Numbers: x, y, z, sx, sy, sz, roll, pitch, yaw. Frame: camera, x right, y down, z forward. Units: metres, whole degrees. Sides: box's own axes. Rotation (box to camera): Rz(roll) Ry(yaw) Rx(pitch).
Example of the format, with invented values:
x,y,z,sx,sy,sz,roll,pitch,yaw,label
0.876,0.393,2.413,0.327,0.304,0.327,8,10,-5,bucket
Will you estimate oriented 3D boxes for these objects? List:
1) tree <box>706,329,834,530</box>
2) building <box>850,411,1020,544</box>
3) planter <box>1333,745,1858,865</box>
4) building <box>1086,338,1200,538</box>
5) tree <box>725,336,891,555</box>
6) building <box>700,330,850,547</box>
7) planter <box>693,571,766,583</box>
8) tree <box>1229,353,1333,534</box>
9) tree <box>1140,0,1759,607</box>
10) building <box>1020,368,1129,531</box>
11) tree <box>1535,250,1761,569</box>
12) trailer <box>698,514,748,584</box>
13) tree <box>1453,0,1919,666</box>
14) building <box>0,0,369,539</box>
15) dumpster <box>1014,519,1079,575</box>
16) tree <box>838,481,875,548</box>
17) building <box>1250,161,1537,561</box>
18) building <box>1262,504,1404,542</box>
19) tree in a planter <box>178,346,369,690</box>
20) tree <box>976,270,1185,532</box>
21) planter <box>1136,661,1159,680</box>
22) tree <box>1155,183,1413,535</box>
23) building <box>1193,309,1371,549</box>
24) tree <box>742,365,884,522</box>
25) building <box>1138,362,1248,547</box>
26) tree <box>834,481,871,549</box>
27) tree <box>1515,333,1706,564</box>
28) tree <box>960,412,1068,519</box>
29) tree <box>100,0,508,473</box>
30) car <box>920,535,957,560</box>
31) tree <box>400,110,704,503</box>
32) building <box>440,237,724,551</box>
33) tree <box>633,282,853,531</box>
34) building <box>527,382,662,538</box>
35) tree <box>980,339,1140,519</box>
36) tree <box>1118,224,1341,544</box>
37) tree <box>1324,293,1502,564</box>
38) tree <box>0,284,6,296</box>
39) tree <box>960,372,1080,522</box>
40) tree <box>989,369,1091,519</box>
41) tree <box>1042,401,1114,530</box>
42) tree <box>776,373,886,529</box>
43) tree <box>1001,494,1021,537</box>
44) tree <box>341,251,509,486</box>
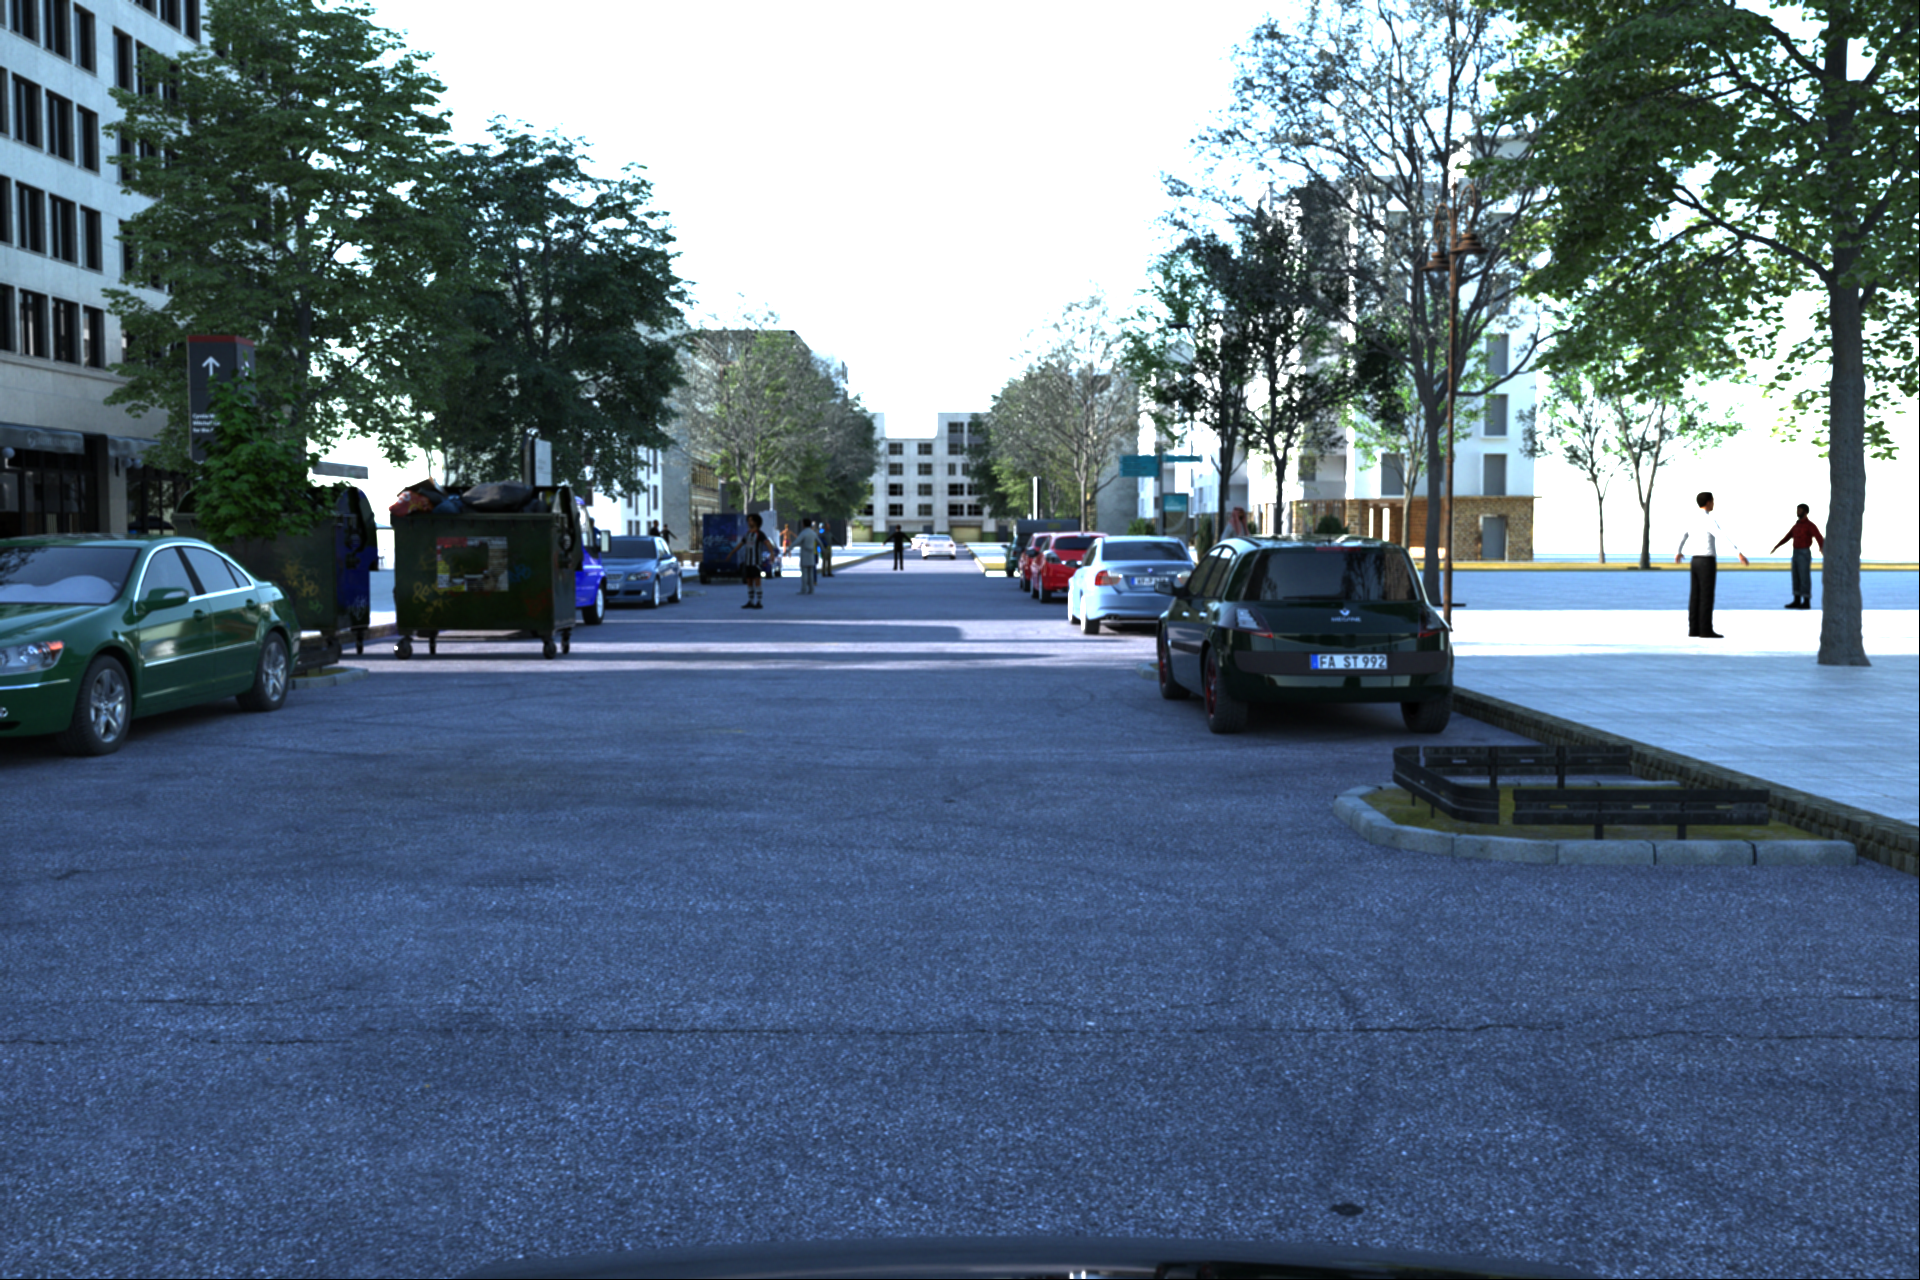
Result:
x,y,z,sx,sy,sz,roll,pitch,yaw,label
-10.763,-10.906,96.446,7.486,12.596,7.792,0,3,0,tree
-3.559,-23.662,255.790,31.486,18.905,16.747,0,4,-1,building
2.904,0.774,8.492,1.991,0.319,1.994,0,4,1,planter
24.604,-22.763,203.111,19.493,23.208,18.063,0,4,0,building
-9.868,-12.118,108.505,12.009,13.543,11.850,0,3,0,tree
-27.027,-21.128,189.413,27.936,21.610,32.646,0,3,0,building
-6.909,-1.900,52.208,1.991,0.319,1.994,0,3,0,planter
12.502,-7.142,67.141,4.360,8.622,3.978,0,3,0,tree
8.388,-7.336,30.321,12.009,13.543,11.850,0,3,0,tree
21.748,-23.584,229.570,27.936,21.610,32.646,0,4,0,building
25.212,-8.434,63.645,9.928,11.665,9.643,0,3,0,tree
-6.719,-2.577,49.187,1.471,1.999,3.904,0,4,0,trailer
8.310,-6.015,16.466,7.486,12.596,7.792,0,3,0,tree
-33.147,-14.937,46.390,24.374,26.755,37.873,0,3,0,building
2.533,-2.573,50.292,1.865,1.857,1.264,0,4,-1,dumpster
-10.101,-12.749,158.807,4.737,8.622,4.395,0,3,0,tree
21.180,-14.549,94.297,16.016,20.090,11.380,0,3,0,building
25.133,-15.695,113.030,16.016,20.090,11.380,0,4,0,building
-6.885,-1.190,16.671,1.991,3.239,1.994,0,3,0,tree in a planter
5.834,-10.367,79.878,12.009,13.543,11.850,0,3,0,tree
2.817,0.217,17.588,1.991,0.319,1.994,0,4,1,planter
8.641,-6.782,45.306,7.601,10.594,8.767,-2,4,-30,tree
24.529,-17.511,142.727,16.016,20.090,11.380,0,3,0,building
-10.459,-12.910,121.452,12.009,13.543,11.850,0,3,0,tree
24.427,-20.202,186.723,16.016,20.090,11.380,0,4,0,building
-9.654,-12.397,153.058,4.737,8.622,4.395,0,3,0,tree
28.149,-8.624,75.408,8.767,10.594,7.601,2,4,30,tree
5.215,-14.427,146.255,12.009,13.543,11.850,0,3,0,tree
-12.685,-7.082,33.922,7.486,12.596,7.792,0,3,0,tree
-1.197,-5.223,97.757,2.083,1.381,4.827,0,4,-1,car
-12.428,-8.903,52.223,9.857,13.997,8.962,0,3,0,tree
-29.545,-18.767,137.773,19.493,23.208,18.063,0,4,-1,building
-10.320,-10.614,83.901,12.009,13.543,11.850,0,3,0,tree
-23.314,-10.256,109.825,9.099,9.664,28.070,0,4,0,building
5.815,-12.003,106.620,12.009,13.543,11.850,0,3,0,tree
8.760,-8.015,56.799,9.928,11.665,9.643,0,3,0,tree
19.110,-9.025,73.311,9.928,11.665,9.643,0,3,0,tree
-13.034,-5.029,16.644,7.601,10.594,8.767,1,4,11,tree
4.990,-13.791,132.139,9.857,13.997,8.962,0,3,0,tree
5.324,-12.301,119.256,7.486,12.596,7.792,0,3,0,tree
5.820,-8.841,94.913,4.360,8.622,3.978,0,3,0,tree
-10.338,-13.832,132.815,9.857,13.997,8.962,0,3,0,tree
4.789,-12.633,156.911,4.360,8.622,3.978,0,3,0,tree
-12.864,-5.657,42.862,4.360,8.622,3.978,0,3,0,tree
